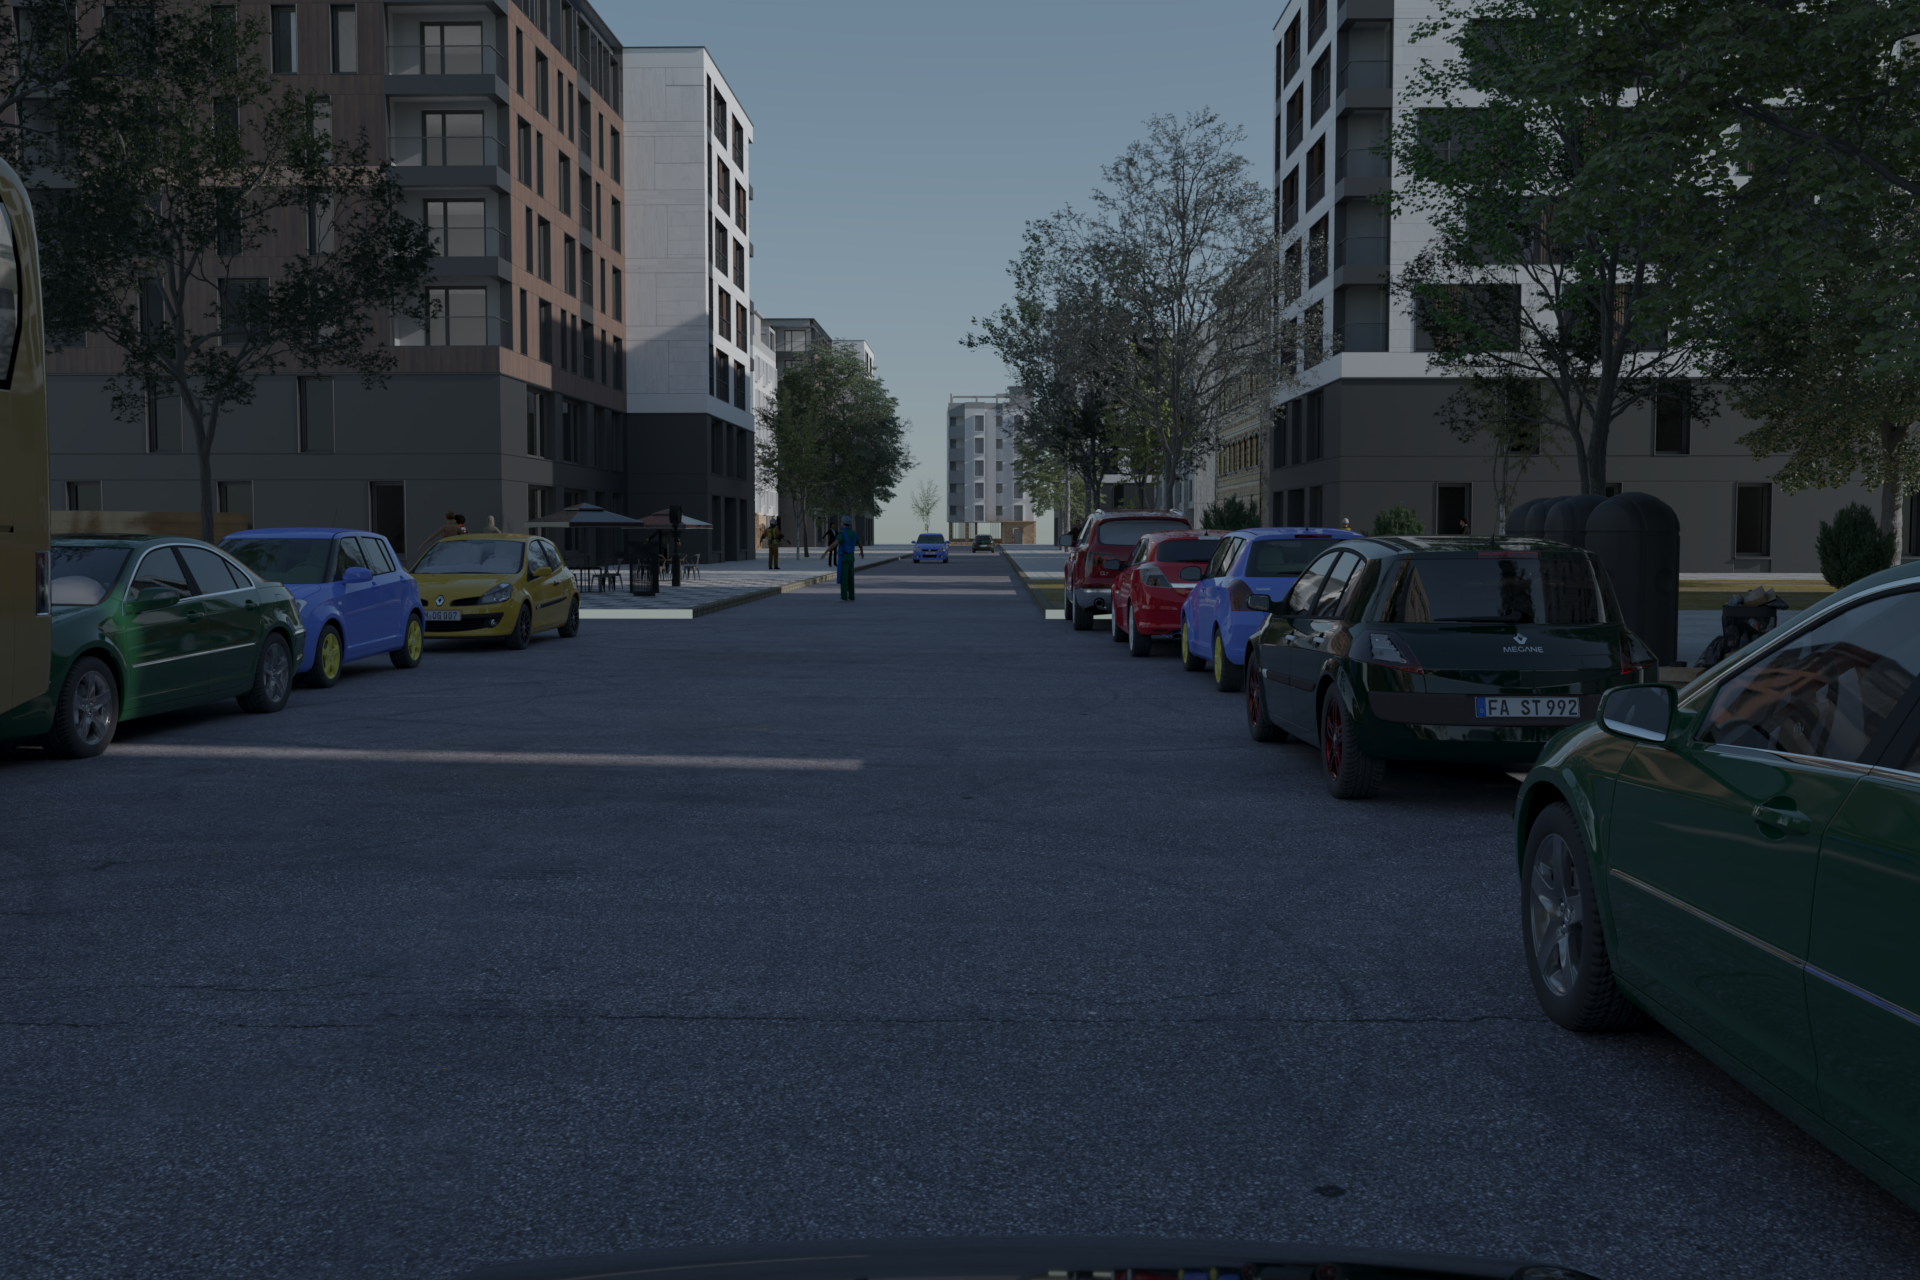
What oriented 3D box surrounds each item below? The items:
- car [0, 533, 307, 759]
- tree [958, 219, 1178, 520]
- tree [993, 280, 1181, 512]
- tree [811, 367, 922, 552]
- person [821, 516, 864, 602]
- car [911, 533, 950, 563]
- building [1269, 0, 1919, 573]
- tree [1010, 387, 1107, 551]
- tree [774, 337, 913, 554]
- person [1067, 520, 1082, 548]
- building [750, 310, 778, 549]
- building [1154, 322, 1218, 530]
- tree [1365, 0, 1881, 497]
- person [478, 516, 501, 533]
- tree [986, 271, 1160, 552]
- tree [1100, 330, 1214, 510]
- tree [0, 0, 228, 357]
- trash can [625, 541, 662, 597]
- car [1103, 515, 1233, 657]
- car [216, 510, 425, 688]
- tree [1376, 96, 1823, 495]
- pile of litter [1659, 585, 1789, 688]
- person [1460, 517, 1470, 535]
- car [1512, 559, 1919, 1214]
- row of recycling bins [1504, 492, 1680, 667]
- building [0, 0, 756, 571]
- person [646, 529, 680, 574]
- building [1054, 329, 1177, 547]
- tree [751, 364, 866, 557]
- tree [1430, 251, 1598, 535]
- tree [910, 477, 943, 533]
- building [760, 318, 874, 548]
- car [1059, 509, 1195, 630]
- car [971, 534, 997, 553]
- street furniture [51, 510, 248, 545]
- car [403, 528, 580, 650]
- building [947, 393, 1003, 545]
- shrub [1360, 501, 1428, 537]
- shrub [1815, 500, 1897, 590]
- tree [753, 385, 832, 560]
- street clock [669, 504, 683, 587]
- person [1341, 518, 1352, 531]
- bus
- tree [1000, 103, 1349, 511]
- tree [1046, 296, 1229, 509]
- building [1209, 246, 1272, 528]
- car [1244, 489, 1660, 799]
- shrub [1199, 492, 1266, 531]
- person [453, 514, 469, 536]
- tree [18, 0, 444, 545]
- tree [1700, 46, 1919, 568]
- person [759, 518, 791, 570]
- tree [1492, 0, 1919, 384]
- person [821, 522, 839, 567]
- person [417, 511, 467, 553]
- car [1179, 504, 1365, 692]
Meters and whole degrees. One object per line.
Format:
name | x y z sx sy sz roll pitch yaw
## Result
car | -6.425 -0.048 12.577 2.131 1.459 4.920 0 4 1
tree | 6.731 -15.236 105.003 12.611 20.169 13.585 0 3 0
tree | 6.532 -10.558 82.997 12.009 13.543 11.850 0 3 0
tree | -7.792 -13.282 127.529 12.009 13.543 11.850 0 3 0
person | -2.421 -1.713 36.597 0.704 1.817 1.347 3 4 36
car | -1.440 -4.676 86.036 1.945 1.707 3.694 0 4 1
building | 26.602 -13.978 72.507 27.936 21.610 32.646 0 4 1
tree | 7.459 -13.194 133.842 7.486 12.596 7.792 0 3 0
tree | -7.552 -12.538 111.645 9.857 13.997 8.962 0 3 0
person | 4.342 -3.513 63.571 1.346 1.812 0.704 -1 4 -14
building | -22.125 -17.821 147.793 16.016 20.090 11.380 0 4 1
building | 27.187 -17.522 152.950 16.747 18.905 31.486 0 4 1
tree | 9.637 -6.114 25.712 9.928 11.665 9.643 0 3 0
person | -13.530 -2.683 49.997 1.348 1.813 0.705 1 4 15
tree | 8.880 -16.174 120.337 12.611 20.169 13.585 0 3 0
tree | 6.517 -6.634 58.827 4.737 8.622 4.395 0 3 0
tree | -12.601 -5.166 18.881 8.767 10.594 7.601 -2 4 -25
trash can | -6.513 -1.472 35.716 0.748 1.137 0.748 0 3 0
car | 2.898 -0.774 21.693 2.155 1.783 4.494 0 4 1
car | -6.668 -0.467 17.234 1.945 1.707 3.694 0 4 1
tree | 12.868 -6.163 35.173 8.767 10.594 7.601 1 4 10
pile of litter | 6.357 -0.024 14.354 1.176 0.858 1.719 0 4 1
person | 15.920 -2.974 54.820 0.705 1.806 1.347 2 4 26
car | 2.610 0.501 3.603 2.131 1.459 4.920 0 4 1
row of recycling bins | 6.580 -0.687 18.349 1.069 1.692 3.534 0 4 1
building | -24.669 -13.895 71.155 27.936 21.610 32.646 0 4 1
person | -9.570 -3.053 55.850 1.347 1.837 0.705 -3 5 -40
building | 24.104 -21.102 188.985 27.936 21.610 32.646 0 4 1
tree | -8.840 -9.864 95.684 7.601 10.594 8.767 -1 4 -13
tree | 13.641 -5.739 44.194 4.360 8.622 3.978 0 3 0
tree | -3.901 -16.604 221.843 4.360 8.622 3.978 0 3 0
building | -23.992 -20.579 180.438 27.936 21.610 32.646 0 4 1
car | 2.719 -1.137 27.270 2.281 1.827 5.304 0 4 1
car | 1.798 -7.473 131.978 2.009 1.686 4.222 0 4 1
street furniture | -16.449 -1.759 35.620 9.812 1.723 11.010 2 4 25
car | -6.201 -0.760 22.649 2.015 1.641 3.980 0 4 1
building | -1.313 -22.361 224.472 11.380 20.090 16.016 0 4 -5
shrub | 10.494 -2.300 41.641 1.661 2.075 1.752 0 3 0
shrub | 19.387 -2.023 37.496 1.690 2.028 1.600 0 3 0
tree | -8.001 -8.229 84.907 4.737 8.622 4.395 0 3 0
street clock | -6.958 -2.313 42.392 0.358 2.002 0.471 0 4 3
person | 12.054 -2.920 54.213 1.216 1.772 0.721 1 4 14
bus | -6.511 -0.743 3.692 2.896 3.916 12.252 0 4 1
tree | 6.125 -8.533 49.886 12.009 13.543 11.850 0 3 0
tree | 6.924 -8.182 68.187 7.601 10.594 8.767 -1 4 -15
building | 25.587 -16.572 101.883 19.493 23.208 18.063 0 4 1
car | 2.866 -0.059 10.745 2.009 1.686 4.222 0 4 0
shrub | 5.099 -1.750 32.657 1.661 2.075 1.752 0 3 0
person | -13.836 -2.546 47.764 0.704 1.843 1.345 1 4 18
tree | -12.398 -5.772 28.790 8.767 10.594 7.601 0 4 5
tree | 23.619 -8.390 43.829 9.857 13.997 8.962 0 3 0
person | -6.748 -3.486 62.760 1.354 1.858 0.705 2 4 29
tree | 8.673 -5.931 15.101 7.486 12.596 7.792 0 3 0
person | -4.924 -3.728 67.675 1.216 1.740 0.721 -3 4 -36
person | -9.848 -1.624 33.357 1.217 1.733 0.721 -3 4 -37
car | 3.170 -0.453 16.995 1.945 1.707 3.694 0 3 0
